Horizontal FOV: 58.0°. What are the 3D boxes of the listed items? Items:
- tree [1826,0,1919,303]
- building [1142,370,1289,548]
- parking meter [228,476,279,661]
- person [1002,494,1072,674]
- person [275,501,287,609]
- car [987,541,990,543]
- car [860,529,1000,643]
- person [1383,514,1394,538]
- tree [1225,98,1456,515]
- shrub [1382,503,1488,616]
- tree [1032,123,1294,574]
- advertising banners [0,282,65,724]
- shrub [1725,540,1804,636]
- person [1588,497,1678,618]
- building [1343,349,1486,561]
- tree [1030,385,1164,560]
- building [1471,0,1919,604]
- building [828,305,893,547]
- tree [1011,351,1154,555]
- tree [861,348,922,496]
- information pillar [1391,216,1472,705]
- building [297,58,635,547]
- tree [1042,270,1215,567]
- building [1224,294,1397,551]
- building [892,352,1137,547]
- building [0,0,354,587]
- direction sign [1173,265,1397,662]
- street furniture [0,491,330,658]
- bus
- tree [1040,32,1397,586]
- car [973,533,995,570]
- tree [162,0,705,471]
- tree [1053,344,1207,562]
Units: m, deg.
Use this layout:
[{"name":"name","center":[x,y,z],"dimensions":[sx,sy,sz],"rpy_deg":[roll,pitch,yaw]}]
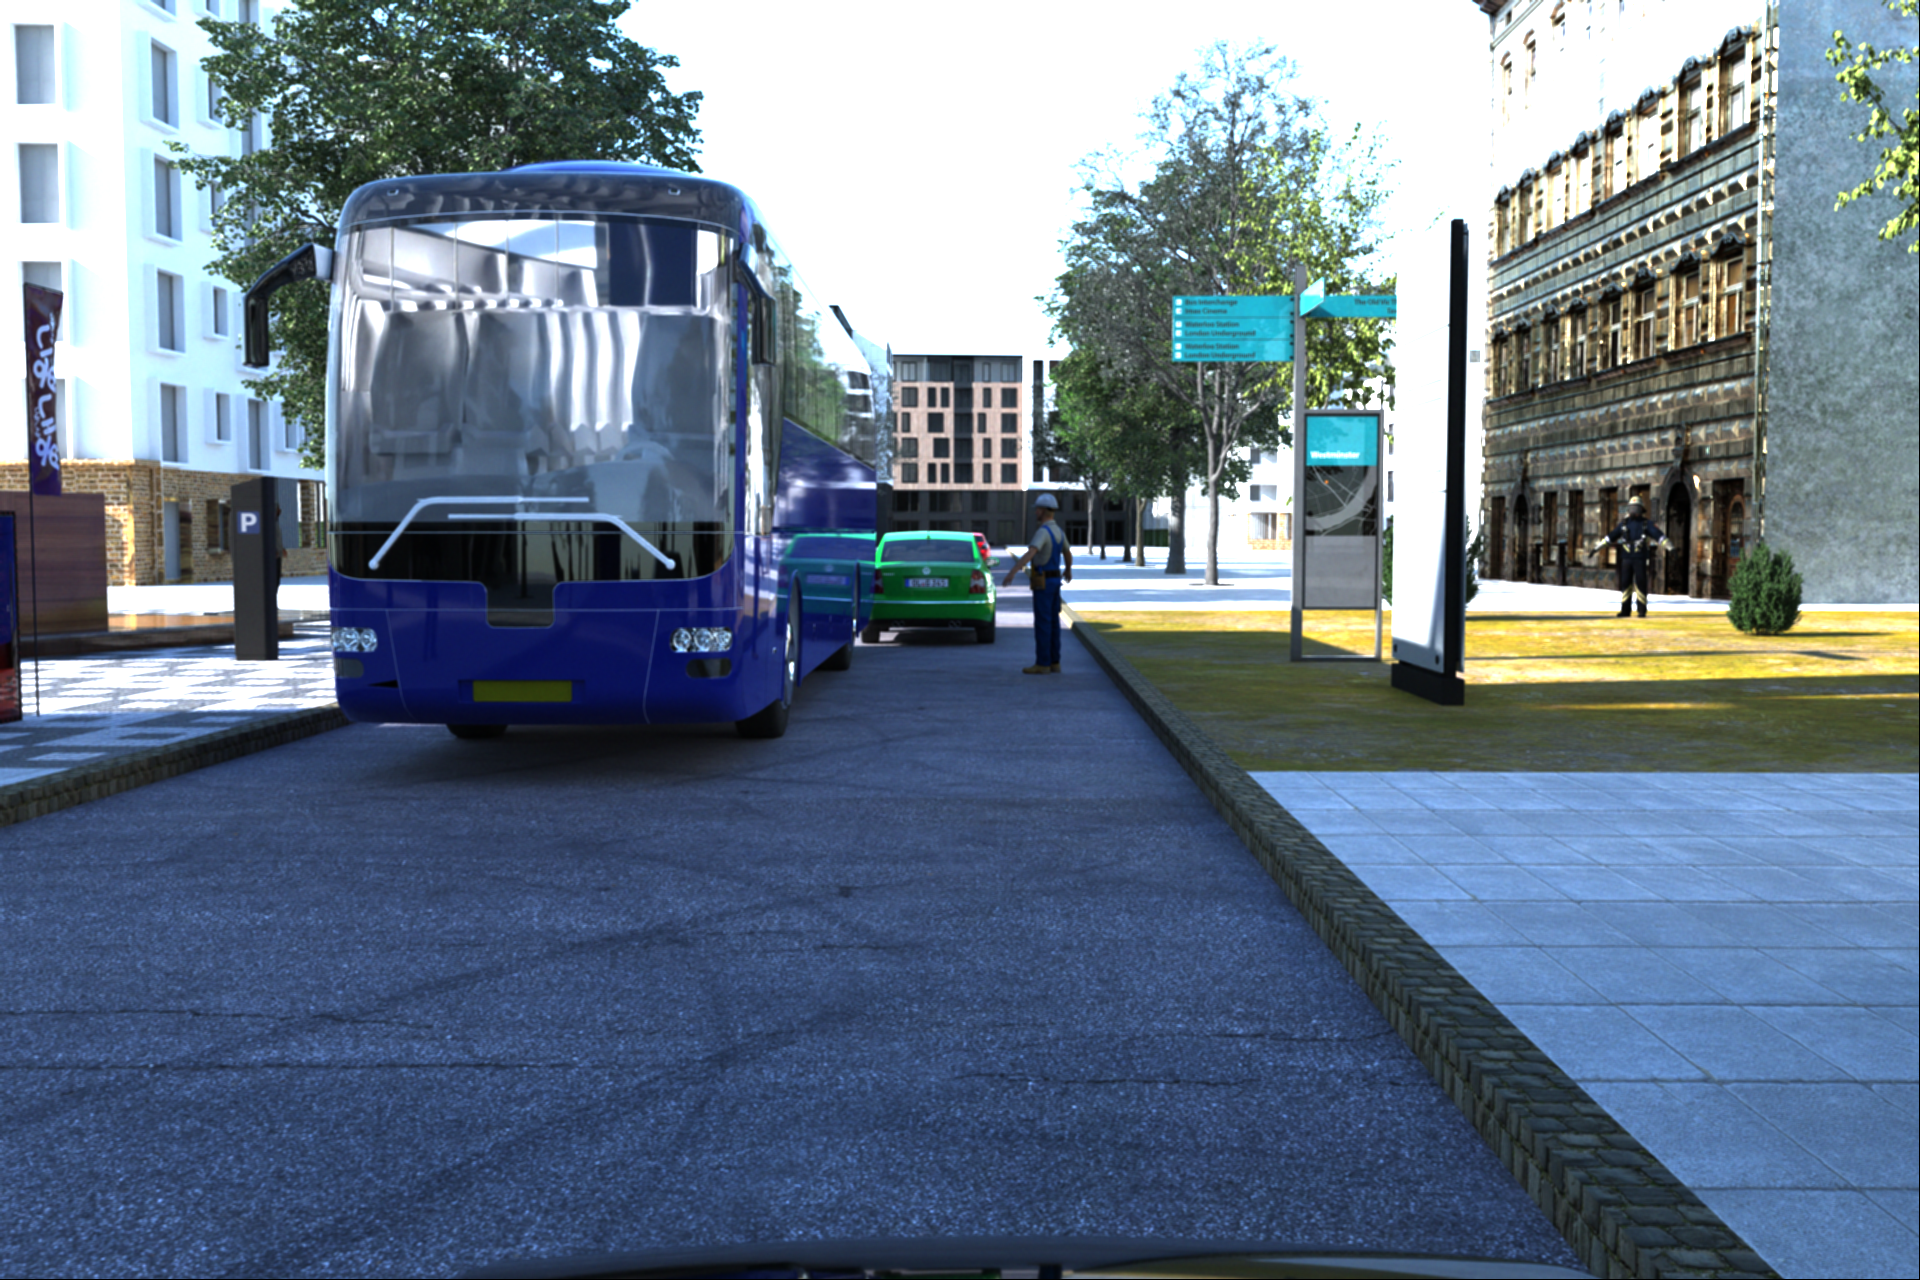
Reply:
[{"name":"tree","center":[10.330,-4.056,16.674],"dimensions":[4.737,8.622,4.395],"rpy_deg":[0,3,0]},{"name":"building","center":[27.930,-18.812,174.027],"dimensions":[16.747,18.905,31.486],"rpy_deg":[0,4,1]},{"name":"parking meter","center":[-7.166,-0.725,17.565],"dimensions":[0.399,1.863,0.255],"rpy_deg":[0,4,1]},{"name":"person","center":[0.866,-0.584,17.863],"dimensions":[0.705,1.847,1.347],"rpy_deg":[2,4,32]},{"name":"person","center":[-10.928,-1.315,27.637],"dimensions":[0.705,1.813,1.348],"rpy_deg":[-1,4,-15]},{"name":"car","center":[0.772,-5.760,103.968],"dimensions":[2.009,1.686,4.222],"rpy_deg":[0,4,1]},{"name":"car","center":[-0.416,-0.935,24.081],"dimensions":[1.959,1.807,4.718],"rpy_deg":[0,4,0]},{"name":"person","center":[9.927,-1.991,39.278],"dimensions":[1.216,1.740,0.721],"rpy_deg":[-2,4,-26]},{"name":"tree","center":[6.442,-4.898,30.444],"dimensions":[4.737,8.622,4.395],"rpy_deg":[0,3,0]},{"name":"shrub","center":[7.060,-1.347,26.064],"dimensions":[1.661,2.075,1.752],"rpy_deg":[0,3,0]},{"name":"tree","center":[6.969,-9.109,55.593],"dimensions":[9.857,13.997,8.962],"rpy_deg":[0,3,0]},{"name":"advertising banners","center":[-6.492,-0.942,11.588],"dimensions":[0.090,3.025,2.074],"rpy_deg":[0,4,1]},{"name":"shrub","center":[10.156,-0.658,21.872],"dimensions":[1.383,1.207,1.383],"rpy_deg":[0,3,0]},{"name":"person","center":[10.394,-1.279,26.699],"dimensions":[1.354,1.856,0.705],"rpy_deg":[3,5,41]},{"name":"building","center":[24.731,-8.368,78.957],"dimensions":[9.099,9.664,28.070],"rpy_deg":[0,4,1]},{"name":"tree","center":[7.334,-9.357,87.406],"dimensions":[8.767,10.594,7.601],"rpy_deg":[1,4,15]},{"name":"building","center":[23.932,-12.771,39.732],"dimensions":[19.493,23.208,18.063],"rpy_deg":[0,4,1]},{"name":"building","center":[-21.244,-19.988,170.775],"dimensions":[27.936,21.610,32.646],"rpy_deg":[0,4,0]},{"name":"tree","center":[7.984,-11.893,104.824],"dimensions":[12.009,13.543,11.850],"rpy_deg":[0,3,0]},{"name":"tree","center":[-7.780,-11.954,105.818],"dimensions":[12.009,13.543,11.850],"rpy_deg":[0,3,0]},{"name":"information pillar","center":[3.705,-1.368,13.675],"dimensions":[0.184,3.620,1.656],"rpy_deg":[0,4,1]},{"name":"building","center":[-23.879,-13.105,80.732],"dimensions":[16.747,18.905,31.486],"rpy_deg":[0,4,2]},{"name":"tree","center":[7.151,-8.645,67.101],"dimensions":[9.928,11.665,9.643],"rpy_deg":[0,3,0]},{"name":"building","center":[27.147,-17.559,143.516],"dimensions":[16.016,20.090,11.380],"rpy_deg":[0,4,1]},{"name":"building","center":[4.001,-22.022,206.498],"dimensions":[32.646,21.610,27.936],"rpy_deg":[0,4,-5]},{"name":"building","center":[-25.000,-11.454,43.693],"dimensions":[16.016,20.090,11.380],"rpy_deg":[0,4,2]},{"name":"direction sign","center":[3.378,-1.715,16.796],"dimensions":[2.525,3.948,1.411],"rpy_deg":[0,4,1]},{"name":"street furniture","center":[-13.314,-0.796,19.868],"dimensions":[9.812,1.723,11.010],"rpy_deg":[1,4,20]},{"name":"bus","center":[-2.368,-1.460,15.418],"dimensions":[2.896,3.916,12.251],"rpy_deg":[0,4,1]},{"name":"tree","center":[6.366,-8.091,42.651],"dimensions":[12.009,13.543,11.850],"rpy_deg":[0,3,0]},{"name":"car","center":[0.316,-3.681,69.223],"dimensions":[2.155,1.783,4.494],"rpy_deg":[0,4,1]},{"name":"tree","center":[-9.320,-7.710,32.718],"dimensions":[9.857,13.997,8.962],"rpy_deg":[0,3,0]},{"name":"tree","center":[7.788,-9.353,78.680],"dimensions":[9.928,11.665,9.643],"rpy_deg":[0,3,0]}]
